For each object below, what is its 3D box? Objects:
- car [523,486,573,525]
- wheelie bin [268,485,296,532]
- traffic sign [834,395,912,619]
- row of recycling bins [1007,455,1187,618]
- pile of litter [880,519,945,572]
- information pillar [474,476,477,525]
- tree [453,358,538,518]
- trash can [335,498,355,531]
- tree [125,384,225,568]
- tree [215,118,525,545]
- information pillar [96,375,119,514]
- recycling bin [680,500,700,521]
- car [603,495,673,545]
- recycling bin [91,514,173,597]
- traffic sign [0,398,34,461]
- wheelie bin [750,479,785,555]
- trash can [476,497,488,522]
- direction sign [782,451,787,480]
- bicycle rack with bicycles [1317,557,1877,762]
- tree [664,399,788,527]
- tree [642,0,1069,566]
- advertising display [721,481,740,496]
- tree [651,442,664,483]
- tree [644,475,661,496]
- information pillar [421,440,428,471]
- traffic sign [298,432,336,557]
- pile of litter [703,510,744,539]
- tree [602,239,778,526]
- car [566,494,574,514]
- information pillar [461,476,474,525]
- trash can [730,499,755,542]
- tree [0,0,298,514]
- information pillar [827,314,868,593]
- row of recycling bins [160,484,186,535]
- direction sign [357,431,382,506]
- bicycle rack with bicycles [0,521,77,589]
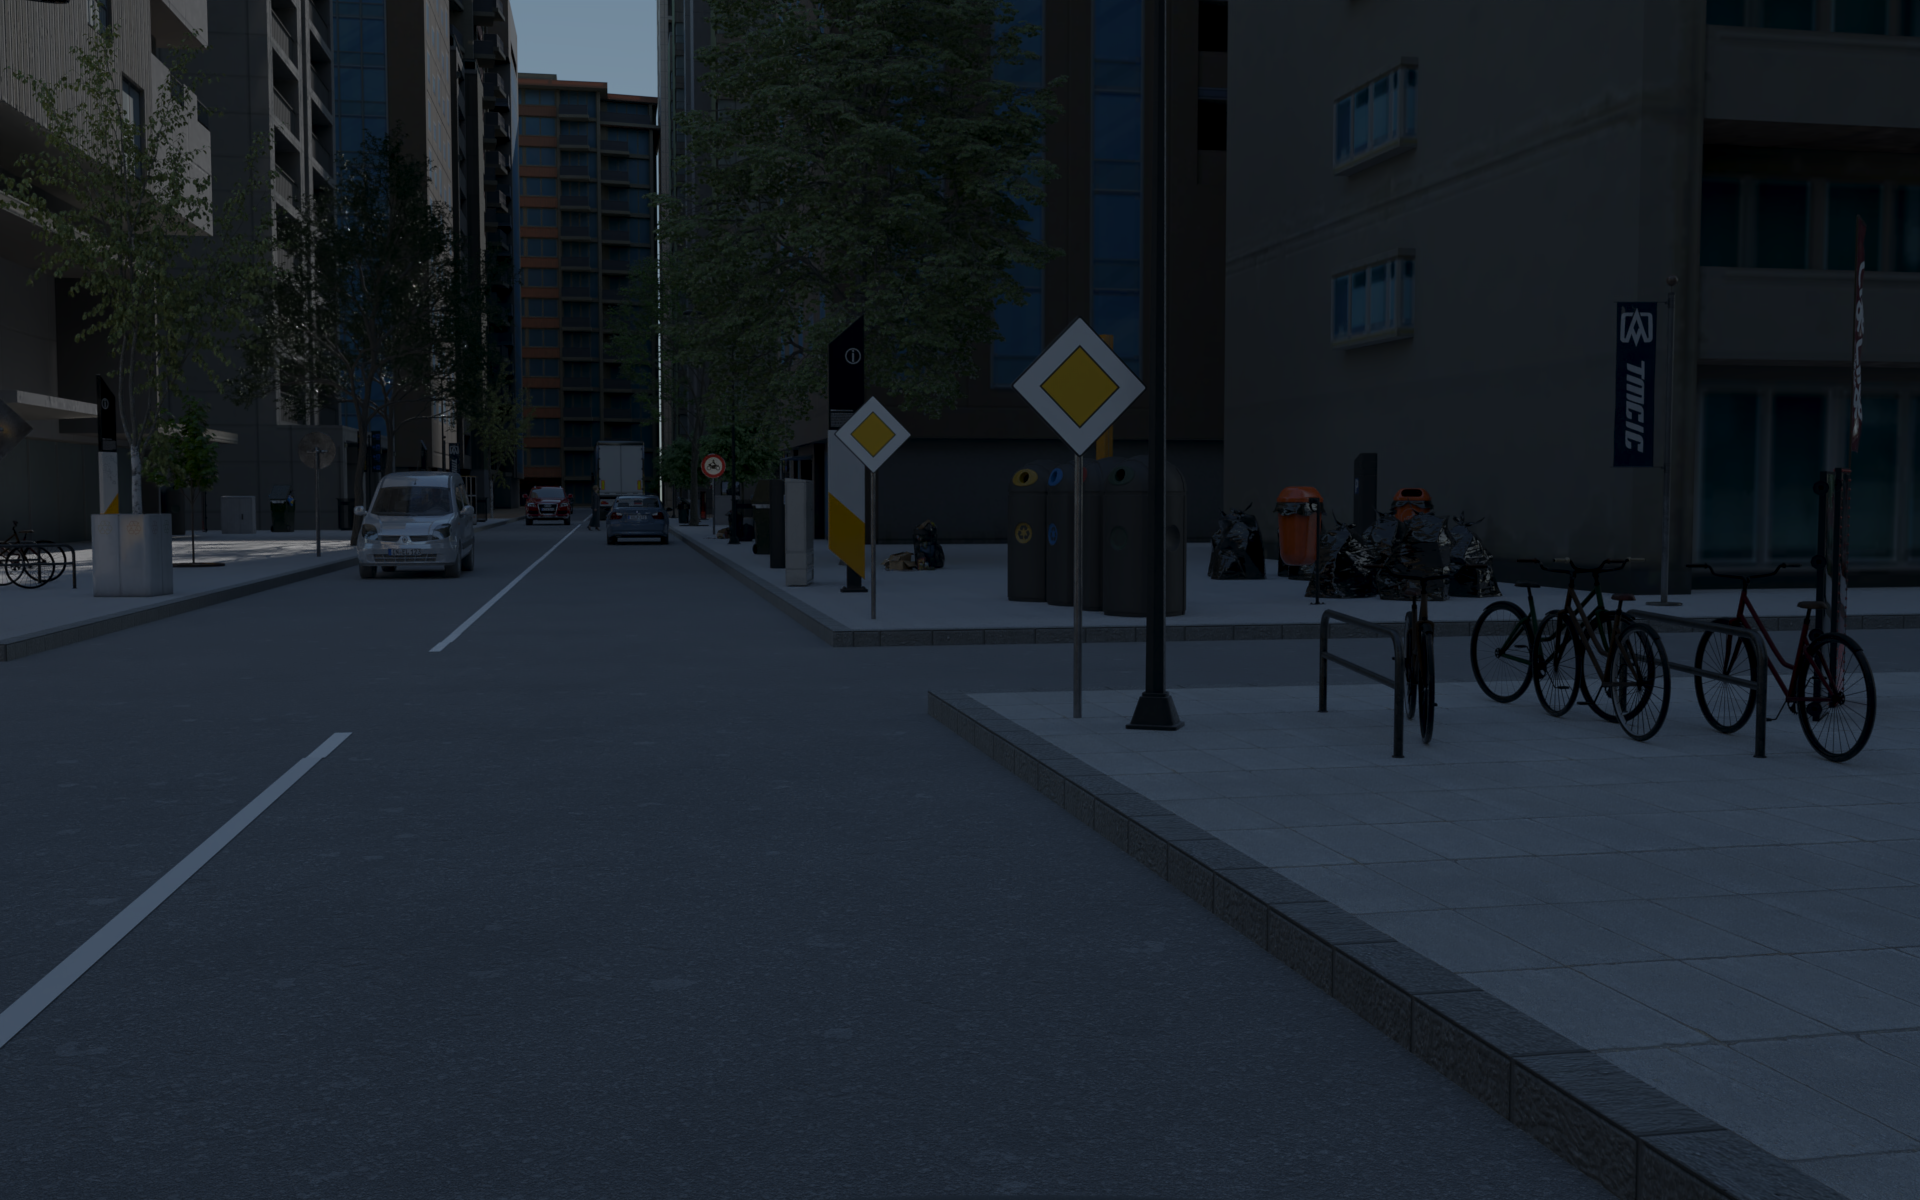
[{"bbox_3d":[-19.286,-4.429,81.079,2.281,1.827,5.304,-1,4,-13],"label":"car"},{"bbox_3d":[-22.804,-3.081,58.279,0.980,1.594,0.693,1,4,8],"label":"wheelie bin"},{"bbox_3d":[-0.890,-0.860,17.698,0.795,2.450,0.064,-1,4,-11],"label":"traffic sign"},{"bbox_3d":[1.519,-0.766,19.638,1.069,1.692,3.534,-1,4,-21],"label":"row of recycling bins"},{"bbox_3d":[-0.842,-0.952,29.531,1.176,0.858,1.719,2,4,28],"label":"pile of litter"},{"bbox_3d":[-20.121,-4.086,71.300,0.304,2.012,0.304,2,4,30],"label":"information pillar"},{"bbox_3d":[-24.725,-8.672,92.146,4.737,8.622,4.395,0,3,0],"label":"tree"},{"bbox_3d":[-21.563,-3.013,60.918,0.748,1.137,0.748,0,3,0],"label":"trash can"},{"bbox_3d":[-13.605,-2.212,30.770,1.663,3.219,1.824,0,3,0],"label":"tree"},{"bbox_3d":[-14.704,-6.629,42.795,7.601,10.594,8.767,0,4,5],"label":"tree"},{"bbox_3d":[-16.851,-2.623,34.241,0.183,3.616,0.504,0,4,8],"label":"information pillar"},{"bbox_3d":[-12.364,-4.084,79.329,0.722,1.027,0.722,1,4,9],"label":"recycling bin"},{"bbox_3d":[-9.352,-2.344,50.333,2.014,1.417,4.499,-1,4,-10],"label":"car"},{"bbox_3d":[-10.442,-0.570,21.866,0.722,1.027,0.722,0,4,-2],"label":"recycling bin"},{"bbox_3d":[-9.028,-0.762,16.104,0.795,2.450,0.064,-1,4,-11],"label":"traffic sign"},{"bbox_3d":[-4.028,-1.772,36.886,0.980,1.594,0.693,2,4,25],"label":"wheelie bin"},{"bbox_3d":[-21.923,-4.128,79.148,0.748,1.137,0.748,0,3,0],"label":"trash can"},{"bbox_3d":[-6.436,-4.375,63.521,0.379,3.537,0.876,0,4,3],"label":"direction sign"},{"bbox_3d":[3.149,0.241,9.445,2.852,0.926,2.925,0,4,1],"label":"bicycle rack with bicycles"},{"bbox_3d":[-7.472,-4.621,59.269,4.285,4.588,4.351,0,3,0],"label":"tree"},{"bbox_3d":[-1.551,-6.888,30.754,7.486,12.596,7.792,0,3,0],"label":"tree"},{"bbox_3d":[-11.149,-4.825,84.110,0.974,1.923,0.123,-2,4,-31],"label":"advertising display"},{"bbox_3d":[-13.324,-6.284,86.460,4.285,4.588,4.351,0,3,0],"label":"tree"},{"bbox_3d":[-28.370,-10.199,161.350,1.663,3.219,1.824,0,3,0],"label":"tree"},{"bbox_3d":[-23.313,-5.140,75.397,0.183,3.616,0.504,-3,5,-42],"label":"information pillar"},{"bbox_3d":[-13.131,-2.158,35.389,0.768,2.556,0.104,0,4,-4],"label":"traffic sign"},{"bbox_3d":[-6.502,-2.196,49.871,1.719,0.858,1.176,1,4,9],"label":"pile of litter"},{"bbox_3d":[-10.475,-8.757,68.927,9.928,11.665,9.643,0,3,0],"label":"tree"},{"bbox_3d":[-28.463,-6.930,123.085,2.009,1.686,4.222,-1,4,-9],"label":"car"},{"bbox_3d":[-20.136,-4.042,70.572,0.304,2.012,0.304,1,4,18],"label":"information pillar"},{"bbox_3d":[-5.841,-2.154,46.877,0.748,1.137,0.748,0,3,0],"label":"trash can"},{"bbox_3d":[-12.675,-4.689,27.029,4.737,8.622,4.395,0,3,0],"label":"tree"},{"bbox_3d":[-1.464,-1.906,22.520,0.504,3.616,0.183,-1,4,-12],"label":"information pillar"},{"bbox_3d":[-26.023,-2.859,53.852,3.534,1.692,1.069,-1,4,-22],"label":"row of recycling bins"},{"bbox_3d":[-21.160,-4.288,62.109,0.876,3.537,0.379,0,4,7],"label":"direction sign"},{"bbox_3d":[-13.463,-0.621,23.543,2.925,0.926,2.852,-3,5,-40],"label":"bicycle rack with bicycles"}]
